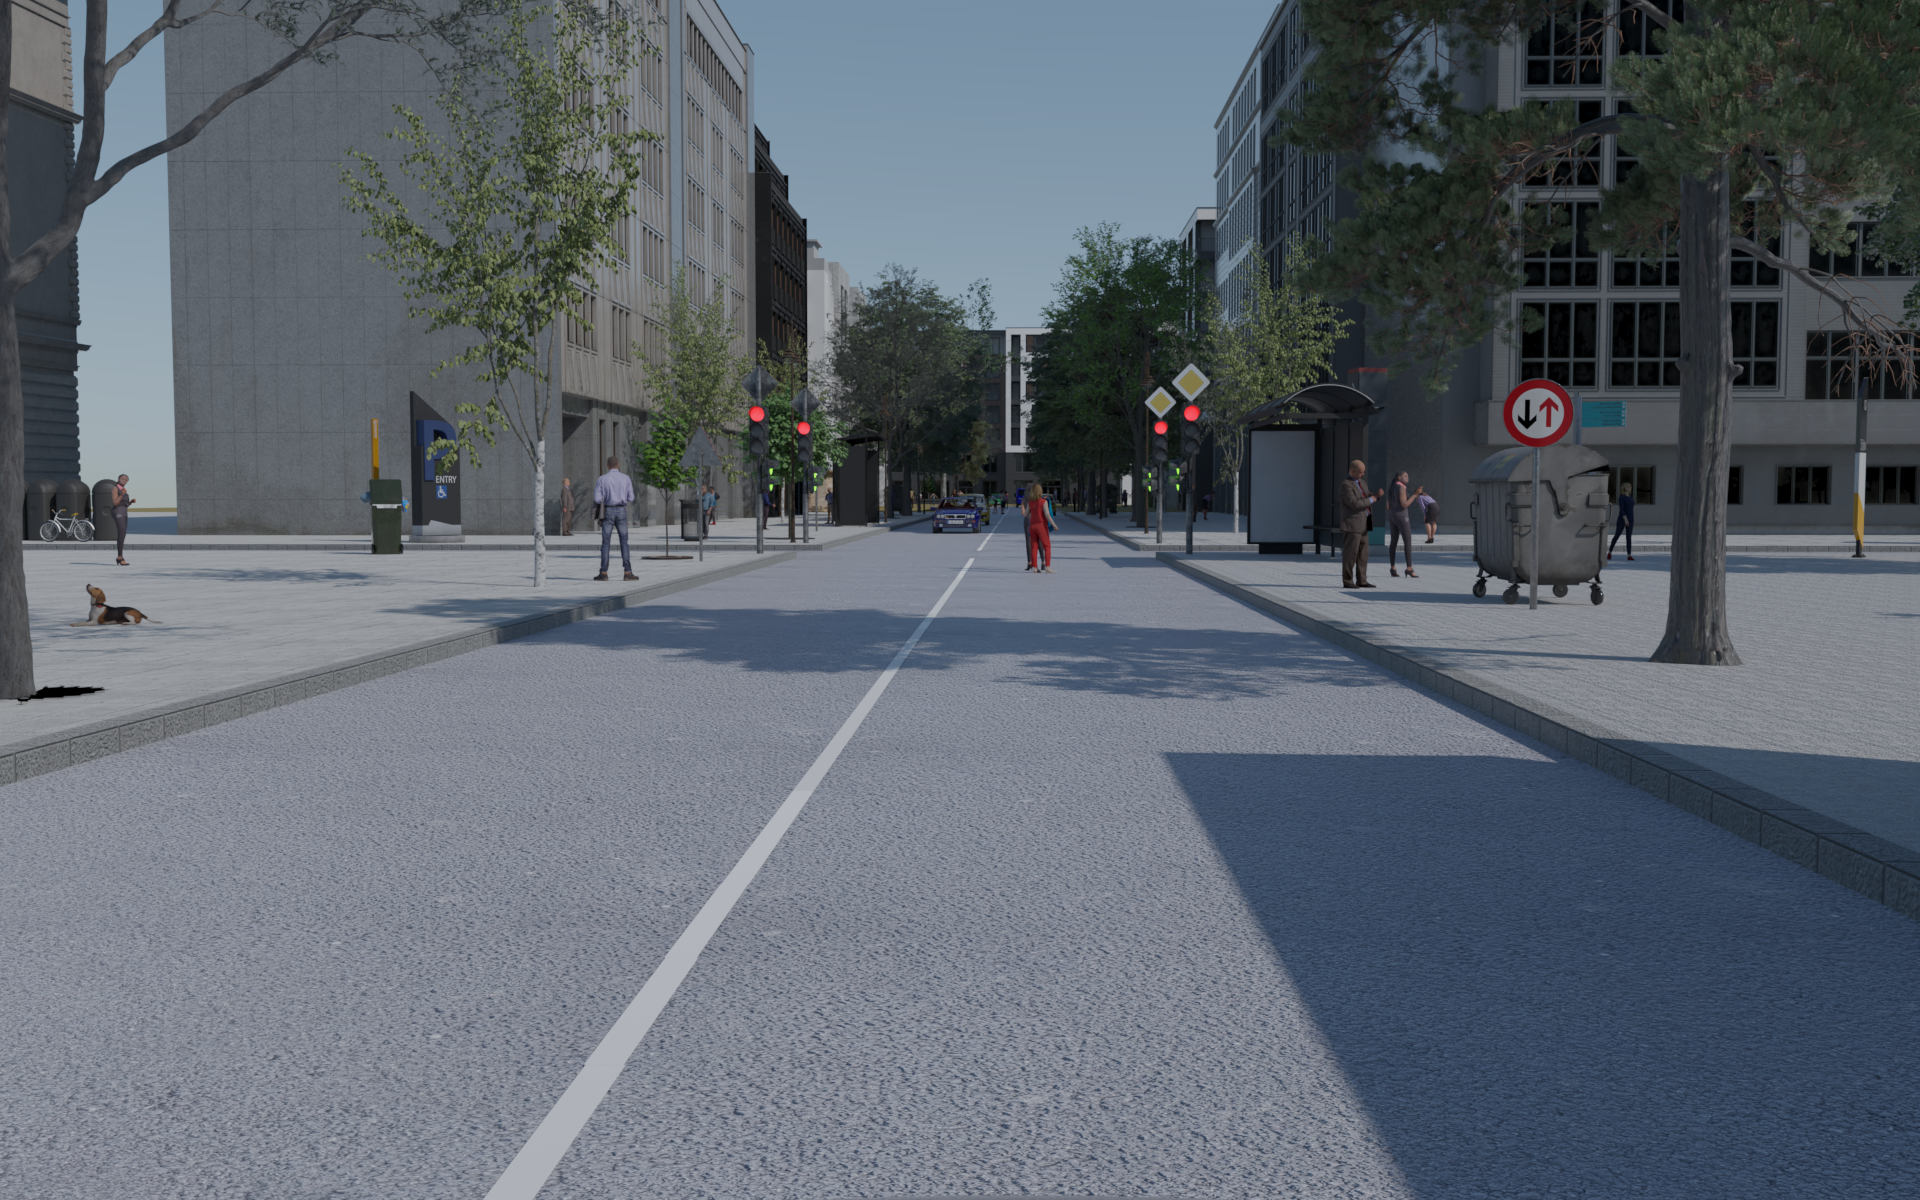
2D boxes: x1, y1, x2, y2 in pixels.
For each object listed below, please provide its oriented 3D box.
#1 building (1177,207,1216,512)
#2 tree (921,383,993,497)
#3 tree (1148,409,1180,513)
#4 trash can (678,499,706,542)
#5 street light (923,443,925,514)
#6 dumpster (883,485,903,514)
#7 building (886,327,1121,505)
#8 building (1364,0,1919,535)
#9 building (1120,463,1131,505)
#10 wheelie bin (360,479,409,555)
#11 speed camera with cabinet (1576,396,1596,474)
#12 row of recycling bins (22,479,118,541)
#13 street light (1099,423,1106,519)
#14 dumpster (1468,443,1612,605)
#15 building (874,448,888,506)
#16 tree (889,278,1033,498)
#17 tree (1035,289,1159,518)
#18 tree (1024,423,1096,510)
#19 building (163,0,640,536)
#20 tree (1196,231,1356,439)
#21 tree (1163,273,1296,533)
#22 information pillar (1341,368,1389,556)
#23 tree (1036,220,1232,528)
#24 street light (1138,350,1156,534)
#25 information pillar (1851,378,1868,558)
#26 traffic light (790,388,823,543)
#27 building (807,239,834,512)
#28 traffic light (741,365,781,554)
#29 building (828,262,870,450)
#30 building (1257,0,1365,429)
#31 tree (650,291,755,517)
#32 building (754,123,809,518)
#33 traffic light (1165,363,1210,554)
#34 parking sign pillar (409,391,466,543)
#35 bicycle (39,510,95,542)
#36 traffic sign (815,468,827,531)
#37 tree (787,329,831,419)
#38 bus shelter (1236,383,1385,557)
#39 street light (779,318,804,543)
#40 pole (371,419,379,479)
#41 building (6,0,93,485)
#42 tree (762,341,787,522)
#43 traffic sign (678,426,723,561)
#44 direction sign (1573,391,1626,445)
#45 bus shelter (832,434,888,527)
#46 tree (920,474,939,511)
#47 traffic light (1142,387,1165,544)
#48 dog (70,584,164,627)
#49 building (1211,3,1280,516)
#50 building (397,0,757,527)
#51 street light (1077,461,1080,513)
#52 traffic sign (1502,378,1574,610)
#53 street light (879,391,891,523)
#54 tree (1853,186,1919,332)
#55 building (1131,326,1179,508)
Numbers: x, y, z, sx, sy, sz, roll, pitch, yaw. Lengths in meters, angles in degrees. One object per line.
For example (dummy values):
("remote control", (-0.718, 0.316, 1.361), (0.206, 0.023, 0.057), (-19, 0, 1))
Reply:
("building", (31.324, -18.065, 139.341), (27.936, 21.610, 32.646), (0, 4, 2))
("tree", (-0.401, -14.861, 165.029), (6.751, 12.117, 7.091), (0, 3, 0))
("tree", (13.605, -10.096, 115.433), (4.737, 8.622, 4.395), (0, 3, 0))
("trash can", (-7.252, -2.155, 46.883), (0.748, 1.137, 0.748), (0, 3, 0))
("street light", (-2.274, -8.374, 109.695), (0.468, 5.910, 1.993), (0, 4, 2))
("dumpster", (-4.273, -6.446, 111.151), (1.264, 1.857, 1.865), (0, 4, 2))
("building", (3.899, -23.375, 226.159), (32.646, 21.610, 27.936), (0, 4, 2))
("building", (30.190, -14.653, 58.642), (30.058, 24.678, 14.314), (0, 4, 2))
("building", (33.894, -16.720, 215.512), (28.070, 9.664, 9.099), (0, 4, 2))
("wheelie bin", (-12.263, -1.773, 36.898), (0.980, 1.594, 0.693), (-1, 4, -23))
("speed camera with cabinet", (11.838, -2.505, 35.293), (2.038, 3.252, 0.660), (2, 4, 27))
("row of recycling bins", (-24.710, -2.480, 47.653), (3.534, 1.692, 1.069), (0, 4, 8))
("street light", (7.135, -7.025, 87.638), (0.468, 5.910, 1.993), (0, 4, 2))
("dumpster", (6.922, -0.914, 20.699), (1.264, 1.857, 1.865), (0, 4, 2))
("building", (-21.816, -14.872, 185.307), (28.070, 9.664, 9.099), (0, 4, 2))
("tree", (-0.232, -18.065, 151.251), (12.611, 20.169, 13.585), (0, 3, 0))
("tree", (7.898, -10.821, 95.048), (7.486, 12.596, 7.792), (0, 3, 0))
("tree", (9.644, -14.285, 167.972), (7.601, 10.594, 8.767), (0, 4, 4))
("building", (-17.974, -14.969, 62.768), (12.078, 24.808, 19.932), (0, 4, 2))
("tree", (8.718, -5.960, 47.801), (4.737, 8.622, 4.395), (0, 3, 0))
("tree", (8.897, -6.530, 57.127), (4.360, 8.622, 3.978), (0, 3, 0))
("information pillar", (8.413, -2.843, 35.863), (0.750, 3.857, 0.750), (-1, 4, -8))
("tree", (6.833, -8.574, 65.934), (9.928, 11.665, 9.643), (0, 3, 0))
("street light", (6.027, -5.080, 55.846), (0.468, 5.910, 1.993), (0, 4, 2))
("information pillar", (18.098, -2.658, 34.812), (0.183, 3.616, 0.504), (3, 5, 41))
("traffic light", (-4.008, -3.417, 45.115), (0.839, 4.213, 0.868), (0, 4, 2))
("building", (-17.230, -16.537, 126.802), (16.016, 20.091, 11.380), (0, 4, 2))
("traffic light", (-4.284, -2.929, 37.134), (0.839, 4.213, 0.868), (0, 4, 2))
("building", (-17.065, -17.234, 148.240), (16.747, 18.905, 31.486), (0, 4, 2))
("building", (21.923, -17.378, 77.644), (14.314, 27.812, 24.014), (0, 4, 2))
("tree", (-9.553, -6.924, 63.573), (4.360, 8.622, 3.978), (0, 3, 0))
("building", (-16.041, -16.635, 101.668), (12.332, 23.373, 15.834), (0, 4, 2))
("traffic light", (4.872, -2.911, 36.834), (0.839, 4.213, 0.868), (0, 4, 2))
("parking sign pillar", (-13.878, -3.510, 45.857), (1.447, 3.967, 1.447), (2, 4, 32))
("bicycle", (-23.812, -2.017, 46.203), (1.543, 0.972, 0.635), (0, 4, 1))
("traffic sign", (-4.946, -3.642, 59.659), (0.768, 2.556, 0.104), (1, 4, 10))
("tree", (-7.942, -7.817, 78.178), (4.737, 8.622, 4.395), (0, 3, 0))
("bus shelter", (6.825, -2.473, 34.362), (2.014, 3.302, 5.546), (0, 4, 2))
("street light", (-4.416, -4.457, 45.657), (0.468, 5.910, 1.993), (0, 4, 2))
("pole", (-15.820, -3.244, 46.876), (0.158, 3.312, 0.155), (0, 3, 0))
("building", (-42.279, -14.127, 59.851), (19.941, 23.489, 11.050), (0, 4, 2))
("tree", (-8.171, -6.335, 53.933), (4.737, 8.622, 4.395), (0, 3, 0))
("traffic sign", (-4.934, -2.014, 32.938), (0.884, 2.594, 0.081), (1, 4, 9))
("direction sign", (16.317, -3.466, 45.426), (2.525, 3.948, 1.411), (3, 4, 38))
("bus shelter", (-4.023, -4.850, 70.576), (1.731, 3.624, 6.357), (0, 4, 2))
("tree", (-2.183, -8.484, 133.307), (1.663, 3.219, 1.824), (0, 3, 0))
("traffic light", (5.149, -3.399, 44.815), (0.839, 4.213, 0.868), (0, 4, 2))
("dog", (-8.265, 0.047, 16.964), (0.748, 0.427, 0.550), (0, 4, 4))
("building", (22.420, -19.997, 104.442), (11.434, 29.767, 29.804), (0, 4, 2))
("building", (-17.385, -16.254, 83.774), (12.078, 24.808, 19.932), (0, 4, 2))
("street light", (8.186, -8.976, 119.549), (0.468, 5.910, 1.993), (0, 4, 2))
("traffic sign", (6.370, -1.166, 19.164), (0.768, 2.556, 0.104), (1, 4, 10))
("street light", (-3.336, -6.418, 77.727), (0.468, 5.910, 1.993), (0, 4, 2))
("tree", (19.156, -7.425, 28.059), (9.857, 13.997, 8.962), (0, 3, 0))
("building", (26.438, -18.664, 171.619), (16.747, 18.905, 31.486), (0, 4, 2))
